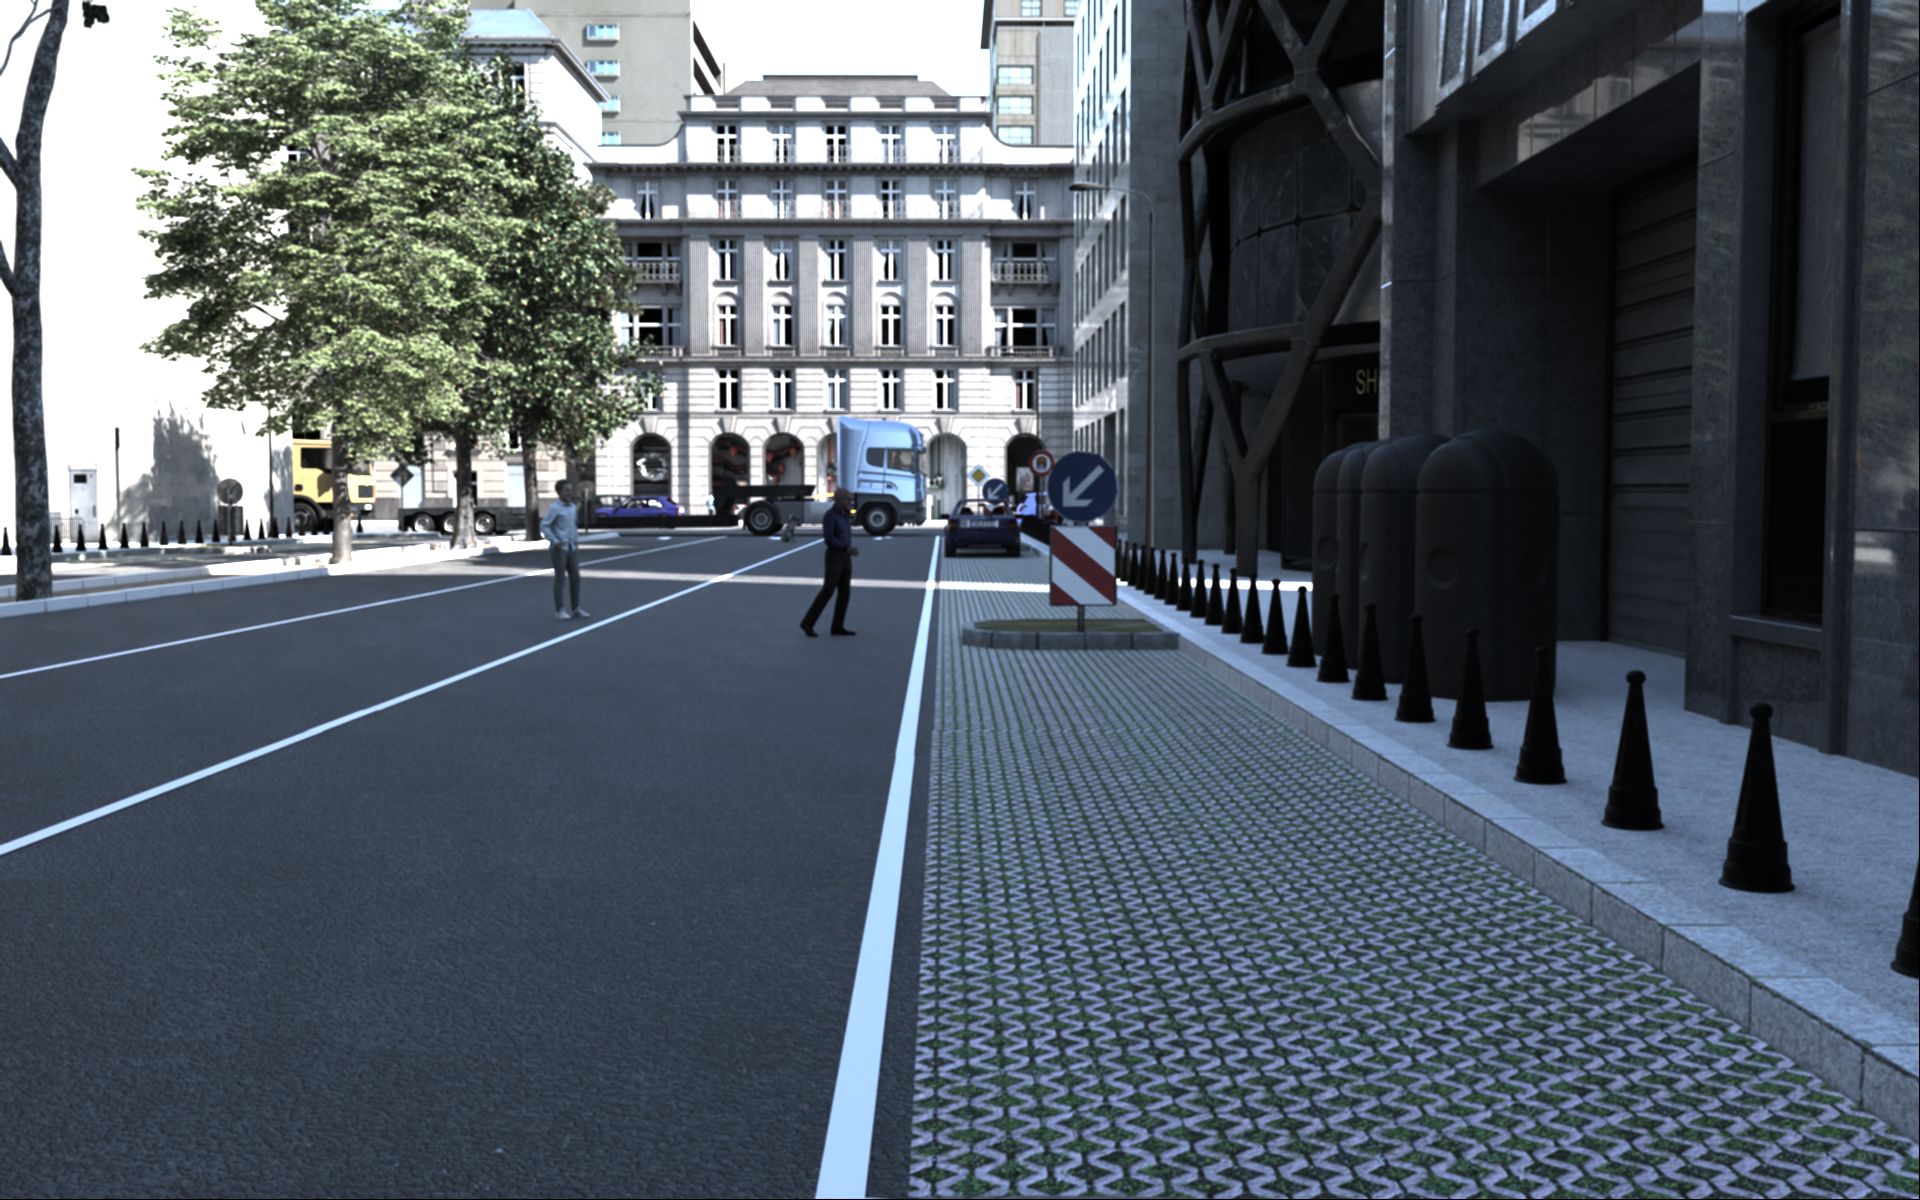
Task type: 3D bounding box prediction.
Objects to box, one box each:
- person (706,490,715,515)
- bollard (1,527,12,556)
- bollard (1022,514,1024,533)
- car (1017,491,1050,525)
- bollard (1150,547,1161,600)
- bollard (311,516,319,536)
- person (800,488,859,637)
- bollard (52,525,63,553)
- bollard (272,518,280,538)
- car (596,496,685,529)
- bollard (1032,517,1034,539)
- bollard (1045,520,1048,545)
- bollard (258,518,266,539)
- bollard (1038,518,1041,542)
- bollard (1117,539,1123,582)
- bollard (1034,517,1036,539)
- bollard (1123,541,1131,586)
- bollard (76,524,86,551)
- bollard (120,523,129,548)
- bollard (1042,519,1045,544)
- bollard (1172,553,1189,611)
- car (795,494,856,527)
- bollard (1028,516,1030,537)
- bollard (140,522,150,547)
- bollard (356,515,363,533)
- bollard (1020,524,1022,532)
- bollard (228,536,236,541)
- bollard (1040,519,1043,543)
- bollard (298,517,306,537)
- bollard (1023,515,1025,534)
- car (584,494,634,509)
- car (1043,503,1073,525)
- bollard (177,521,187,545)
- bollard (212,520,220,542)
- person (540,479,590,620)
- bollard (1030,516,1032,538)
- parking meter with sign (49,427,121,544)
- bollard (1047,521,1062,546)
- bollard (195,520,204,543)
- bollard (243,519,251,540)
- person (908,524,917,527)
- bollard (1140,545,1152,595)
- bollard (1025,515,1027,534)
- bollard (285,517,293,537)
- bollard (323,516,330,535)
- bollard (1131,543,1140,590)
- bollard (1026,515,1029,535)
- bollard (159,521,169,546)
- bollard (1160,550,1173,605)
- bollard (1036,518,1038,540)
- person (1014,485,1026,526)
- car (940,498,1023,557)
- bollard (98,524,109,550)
[{"bbox_3d":[-10.703,-3.947,74.839,0.589,1.601,0.330,3,5,42],"label":"person"},{"bbox_3d":[-19.716,-1.208,35.784,0.229,0.601,0.229,0,3,0],"label":"bollard"},{"bbox_3d":[2.159,-2.393,55.162,0.229,0.601,0.229,0,3,0],"label":"bollard"},{"bbox_3d":[3.978,-3.484,66.560,3.694,1.707,1.945,0,4,0],"label":"car"},{"bbox_3d":[2.474,-0.312,21.135,0.229,0.601,0.229,0,3,0],"label":"bollard"},{"bbox_3d":[-19.875,-2.280,53.316,0.229,0.601,0.229,0,3,0],"label":"bollard"},{"bbox_3d":[-1.223,-0.382,17.447,0.574,1.496,0.600,-3,5,-44],"label":"person"},{"bbox_3d":[-19.733,-1.334,37.846,0.229,0.601,0.229,0,3,0],"label":"bollard"},{"bbox_3d":[-19.843,-2.090,50.215,0.229,0.601,0.229,0,3,0],"label":"bollard"},{"bbox_3d":[-13.281,-3.575,71.028,3.894,1.354,1.945,0,4,1],"label":"car"},{"bbox_3d":[2.221,-2.013,48.954,0.229,0.601,0.229,0,3,0],"label":"bollard"},{"bbox_3d":[2.277,-1.633,42.746,0.229,0.601,0.229,0,3,0],"label":"bollard"},{"bbox_3d":[-19.840,-2.027,49.187,0.229,0.601,0.229,0,3,0],"label":"bollard"},{"bbox_3d":[2.246,-1.823,45.843,0.229,0.601,0.229,0,3,0],"label":"bollard"},{"bbox_3d":[2.432,-0.563,25.242,0.229,0.601,0.229,0,3,0],"label":"bollard"},{"bbox_3d":[2.228,-1.949,47.912,0.229,0.601,0.229,0,3,0],"label":"bollard"},{"bbox_3d":[2.442,-0.500,24.215,0.229,0.601,0.229,0,3,0],"label":"bollard"},{"bbox_3d":[-19.744,-1.397,38.884,0.229,0.601,0.229,0,3,0],"label":"bollard"},{"bbox_3d":[-19.762,-1.524,40.954,0.229,0.601,0.229,0,3,0],"label":"bollard"},{"bbox_3d":[2.265,-1.697,43.784,0.229,0.601,0.229,0,3,0],"label":"bollard"},{"bbox_3d":[2.491,-0.186,19.080,0.229,0.601,0.229,0,3,0],"label":"bollard"},{"bbox_3d":[-6.084,-4.042,76.305,3.980,1.641,2.015,0,4,1],"label":"car"},{"bbox_3d":[2.198,-2.140,51.024,0.229,0.601,0.229,0,3,0],"label":"bollard"},{"bbox_3d":[-19.774,-1.587,41.981,0.229,0.601,0.229,0,3,0],"label":"bollard"},{"bbox_3d":[-19.914,-2.532,57.438,0.229,0.601,0.229,0,3,0],"label":"bollard"},{"bbox_3d":[2.153,-2.457,56.206,0.229,0.601,0.229,0,3,0],"label":"bollard"},{"bbox_3d":[-19.818,-1.902,47.133,0.229,0.601,0.229,0,3,0],"label":"bollard"},{"bbox_3d":[2.256,-1.760,44.817,0.229,0.601,0.229,0,3,0],"label":"bollard"},{"bbox_3d":[-19.867,-2.216,52.273,0.229,0.601,0.229,0,3,0],"label":"bollard"},{"bbox_3d":[2.168,-2.329,54.126,0.229,0.601,0.229,0,3,0],"label":"bollard"},{"bbox_3d":[-14.828,-4.090,76.657,4.222,1.686,2.009,0,4,0],"label":"car"},{"bbox_3d":[5.567,-3.284,62.366,5.304,1.827,2.281,0,4,-1],"label":"car"},{"bbox_3d":[-19.793,-1.713,44.052,0.229,0.601,0.229,0,3,0],"label":"bollard"},{"bbox_3d":[-19.812,-1.839,46.107,0.229,0.601,0.229,0,3,0],"label":"bollard"},{"bbox_3d":[-4.536,-0.584,19.858,0.330,1.601,0.589,3,5,39],"label":"person"},{"bbox_3d":[2.206,-2.077,49.993,0.229,0.601,0.229,0,3,0],"label":"bollard"},{"bbox_3d":[-22.733,-2.973,44.868,1.738,3.016,0.543,-2,4,-30],"label":"parking meter with sign"},{"bbox_3d":[2.284,-1.570,41.719,0.229,0.601,0.229,0,3,0],"label":"bollard"},{"bbox_3d":[-19.804,-1.776,45.079,0.229,0.601,0.229,0,3,0],"label":"bollard"},{"bbox_3d":[-19.824,-1.964,48.160,0.229,0.601,0.229,0,3,0],"label":"bollard"},{"bbox_3d":[-1.999,-4.115,76.271,0.515,1.767,0.782,-1,4,-17],"label":"person"},{"bbox_3d":[2.460,-0.374,22.162,0.229,0.601,0.229,0,3,0],"label":"bollard"},{"bbox_3d":[2.181,-2.266,53.096,0.229,0.601,0.229,0,3,0],"label":"bollard"},{"bbox_3d":[-19.859,-2.153,51.246,0.229,0.601,0.229,0,3,0],"label":"bollard"},{"bbox_3d":[-19.886,-2.343,54.349,0.229,0.601,0.229,0,3,0],"label":"bollard"},{"bbox_3d":[2.455,-0.437,23.189,0.229,0.601,0.229,0,3,0],"label":"bollard"},{"bbox_3d":[2.186,-2.203,52.063,0.229,0.601,0.229,0,3,0],"label":"bollard"},{"bbox_3d":[-19.778,-1.650,43.021,0.229,0.601,0.229,0,3,0],"label":"bollard"},{"bbox_3d":[2.480,-0.249,20.109,0.229,0.601,0.229,0,3,0],"label":"bollard"},{"bbox_3d":[2.238,-1.886,46.870,0.229,0.601,0.229,0,3,0],"label":"bollard"},{"bbox_3d":[2.777,-3.648,68.365,1.509,1.804,0.699,-1,4,-22],"label":"person"},{"bbox_3d":[0.511,-1.699,40.361,1.945,1.354,3.894,0,4,0],"label":"car"},{"bbox_3d":[-19.758,-1.460,39.912,0.229,0.601,0.229,0,3,0],"label":"bollard"}]
